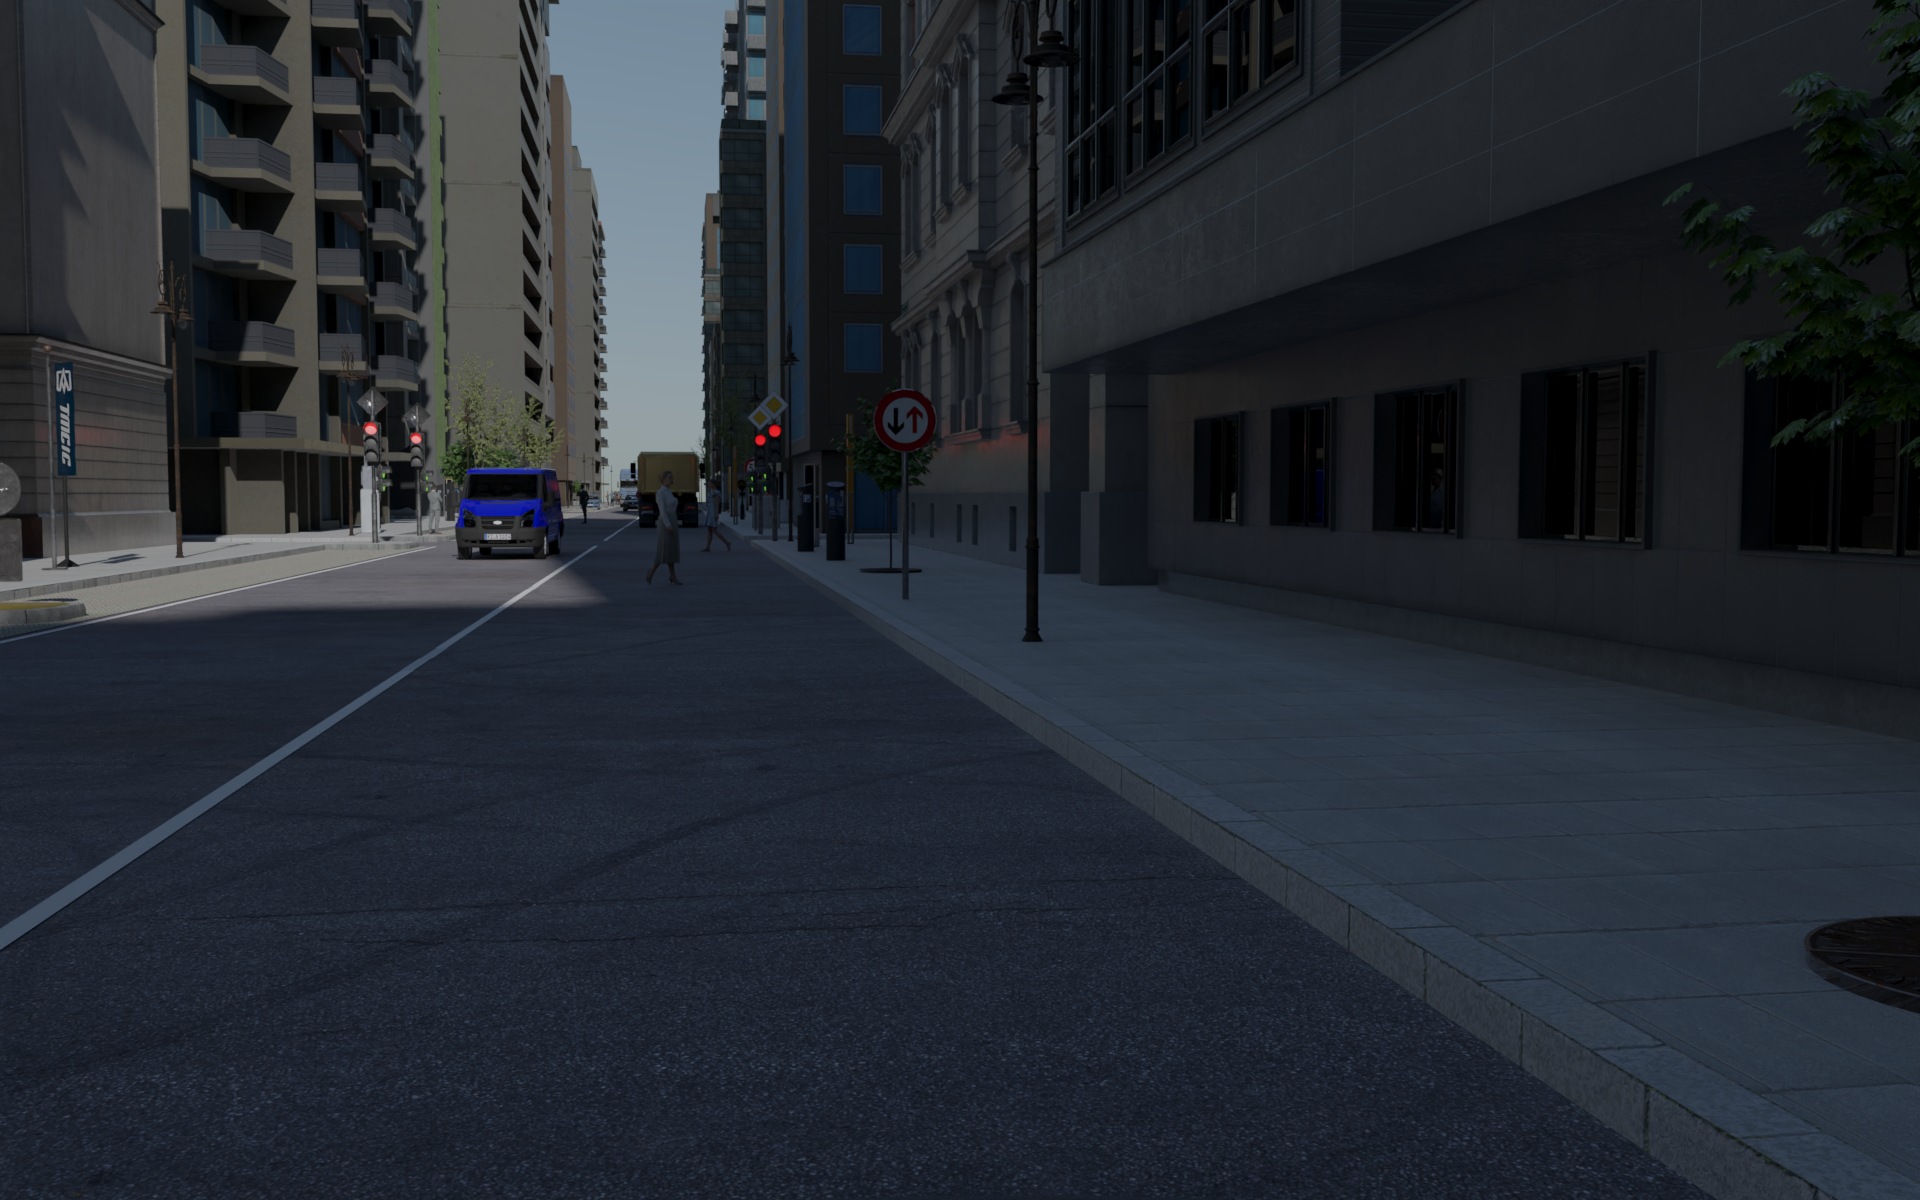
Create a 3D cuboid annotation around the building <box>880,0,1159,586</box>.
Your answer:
[{"bbox_3d":[6.271,-15.163,35.301,14.401,28.519,23.554,-1,4,-9],"label":"building"}]

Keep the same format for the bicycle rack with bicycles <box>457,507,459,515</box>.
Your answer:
[{"bbox_3d":[-33.118,-6.520,119.987,2.925,0.926,2.852,3,4,36],"label":"bicycle rack with bicycles"}]

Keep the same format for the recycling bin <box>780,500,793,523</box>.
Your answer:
[{"bbox_3d":[-7.660,-3.898,76.286,0.722,1.027,0.722,1,4,13],"label":"recycling bin"}]

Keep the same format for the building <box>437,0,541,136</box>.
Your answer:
[{"bbox_3d":[-44.422,-31.309,135.599,21.300,48.544,21.600,-1,4,-9],"label":"building"}]

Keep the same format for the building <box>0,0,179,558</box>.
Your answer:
[{"bbox_3d":[-28.071,-10.559,37.272,19.286,19.102,10.561,-1,4,-9],"label":"building"}]

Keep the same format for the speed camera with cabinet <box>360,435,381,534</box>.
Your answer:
[{"bbox_3d":[-19.391,-3.834,57.027,0.660,3.252,2.038,-1,4,-16],"label":"speed camera with cabinet"}]

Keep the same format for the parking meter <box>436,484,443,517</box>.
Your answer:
[{"bbox_3d":[-29.620,-5.679,98.556,0.399,1.863,0.255,-1,4,-13],"label":"parking meter"}]

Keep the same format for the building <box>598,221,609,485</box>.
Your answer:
[{"bbox_3d":[-65.982,-37.488,267.545,22.147,44.769,28.867,-1,4,-9],"label":"building"}]

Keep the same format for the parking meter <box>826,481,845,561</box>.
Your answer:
[{"bbox_3d":[-2.398,-1.530,33.421,0.372,1.533,0.369,0,3,0],"label":"parking meter"}]

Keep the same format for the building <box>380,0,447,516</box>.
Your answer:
[{"bbox_3d":[-36.895,-25.234,96.170,14.154,41.232,14.086,-1,4,-9],"label":"building"}]

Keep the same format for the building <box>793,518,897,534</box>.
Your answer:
[{"bbox_3d":[1.085,-25.200,62.136,14.200,45.320,14.600,-1,4,-9],"label":"building"}]

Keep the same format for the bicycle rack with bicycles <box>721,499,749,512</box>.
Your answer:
[{"bbox_3d":[-16.323,-6.891,126.054,2.925,0.926,2.852,-1,4,-21],"label":"bicycle rack with bicycles"}]

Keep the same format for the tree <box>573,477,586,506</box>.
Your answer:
[{"bbox_3d":[-43.045,-12.203,194.126,1.663,3.219,1.824,0,3,0],"label":"tree"}]

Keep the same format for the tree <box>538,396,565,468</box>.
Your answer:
[{"bbox_3d":[-30.787,-10.653,124.546,4.737,8.622,4.395,0,3,0],"label":"tree"}]

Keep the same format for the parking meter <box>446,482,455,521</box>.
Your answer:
[{"bbox_3d":[-24.127,-4.668,82.031,0.255,1.863,0.399,-3,5,-44],"label":"parking meter"}]

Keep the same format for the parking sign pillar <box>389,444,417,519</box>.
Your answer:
[{"bbox_3d":[-28.882,-6.199,89.826,1.447,3.967,1.447,0,4,-4],"label":"parking sign pillar"}]

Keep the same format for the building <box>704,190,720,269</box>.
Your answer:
[{"bbox_3d":[-29.838,-36.780,251.470,14.600,45.320,14.200,-1,4,-9],"label":"building"}]

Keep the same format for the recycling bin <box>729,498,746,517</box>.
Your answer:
[{"bbox_3d":[-12.734,-5.298,99.177,0.722,1.027,0.722,-3,4,-37],"label":"recycling bin"}]

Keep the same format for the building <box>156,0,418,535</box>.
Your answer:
[{"bbox_3d":[-33.073,-25.073,64.575,22.147,44.769,28.867,-1,4,-9],"label":"building"}]

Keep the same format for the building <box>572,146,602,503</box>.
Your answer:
[{"bbox_3d":[-61.776,-37.853,242.595,21.300,48.544,21.600,-1,4,-9],"label":"building"}]

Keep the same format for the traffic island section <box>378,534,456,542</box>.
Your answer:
[{"bbox_3d":[-16.665,-1.899,53.330,2.009,0.180,2.903,-1,4,-9],"label":"traffic island section"}]

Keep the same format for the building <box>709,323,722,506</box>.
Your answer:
[{"bbox_3d":[-13.448,-21.197,191.610,27.650,21.520,28.899,-1,4,-9],"label":"building"}]

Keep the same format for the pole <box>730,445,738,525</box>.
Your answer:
[{"bbox_3d":[-9.431,-4.824,72.712,0.158,3.312,0.155,0,3,0],"label":"pole"}]

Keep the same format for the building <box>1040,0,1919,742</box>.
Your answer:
[{"bbox_3d":[10.308,-11.585,8.474,14.314,24.678,30.058,-1,4,-9],"label":"building"}]

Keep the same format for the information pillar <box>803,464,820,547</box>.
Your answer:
[{"bbox_3d":[-3.592,-2.291,41.944,0.304,2.012,0.304,1,4,16],"label":"information pillar"}]

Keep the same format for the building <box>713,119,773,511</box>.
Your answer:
[{"bbox_3d":[-12.013,-22.377,137.558,14.160,30.474,14.107,-1,4,-9],"label":"building"}]

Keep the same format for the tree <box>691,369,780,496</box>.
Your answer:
[{"bbox_3d":[-13.046,-9.309,102.564,4.737,8.622,4.395,0,3,0],"label":"tree"}]

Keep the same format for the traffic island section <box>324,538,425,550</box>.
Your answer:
[{"bbox_3d":[-15.368,-1.417,45.451,2.009,0.180,2.903,-1,4,-9],"label":"traffic island section"}]

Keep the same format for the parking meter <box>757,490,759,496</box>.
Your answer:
[{"bbox_3d":[-13.875,-6.778,119.230,0.372,1.533,0.369,0,3,0],"label":"parking meter"}]

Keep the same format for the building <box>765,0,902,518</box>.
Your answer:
[{"bbox_3d":[-5.383,-28.353,113.686,14.600,45.320,14.200,-1,4,-9],"label":"building"}]

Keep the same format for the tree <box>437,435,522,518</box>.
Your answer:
[{"bbox_3d":[-26.357,-6.689,93.080,4.285,4.588,4.351,0,3,0],"label":"tree"}]

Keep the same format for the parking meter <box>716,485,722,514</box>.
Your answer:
[{"bbox_3d":[-15.597,-6.493,111.879,0.399,1.863,0.255,-1,4,-16],"label":"parking meter"}]

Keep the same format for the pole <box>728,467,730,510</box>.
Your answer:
[{"bbox_3d":[-17.143,-8.263,128.938,0.158,3.312,0.155,0,3,0],"label":"pole"}]

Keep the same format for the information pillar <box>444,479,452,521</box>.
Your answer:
[{"bbox_3d":[-24.569,-4.815,83.220,0.304,2.012,0.304,-2,4,-34],"label":"information pillar"}]

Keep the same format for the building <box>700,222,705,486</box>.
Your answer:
[{"bbox_3d":[-29.588,-37.866,273.740,22.147,44.769,28.867,-1,4,-9],"label":"building"}]

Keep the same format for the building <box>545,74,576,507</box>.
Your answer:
[{"bbox_3d":[-47.830,-32.474,181.060,14.600,45.320,14.200,-1,4,-9],"label":"building"}]

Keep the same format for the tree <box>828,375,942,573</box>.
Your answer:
[{"bbox_3d":[-1.025,-2.062,28.321,1.663,3.219,1.824,0,3,0],"label":"tree"}]

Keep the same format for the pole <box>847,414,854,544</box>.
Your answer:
[{"bbox_3d":[-2.806,-3.084,44.268,0.158,3.312,0.155,0,3,0],"label":"pole"}]

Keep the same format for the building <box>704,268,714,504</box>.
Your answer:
[{"bbox_3d":[-25.866,-27.612,223.165,14.160,30.474,14.107,-1,4,-9],"label":"building"}]

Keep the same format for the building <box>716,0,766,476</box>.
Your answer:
[{"bbox_3d":[-10.596,-33.064,160.202,23.786,49.044,30.456,-1,4,-9],"label":"building"}]

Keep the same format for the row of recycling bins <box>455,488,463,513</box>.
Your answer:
[{"bbox_3d":[-33.529,-6.712,116.861,3.534,1.692,1.069,-1,4,-11],"label":"row of recycling bins"}]

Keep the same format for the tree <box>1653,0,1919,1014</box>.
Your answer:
[{"bbox_3d":[2.658,-0.603,4.467,1.663,3.219,1.824,0,3,0],"label":"tree"}]

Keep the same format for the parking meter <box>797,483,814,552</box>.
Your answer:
[{"bbox_3d":[-3.437,-1.844,38.560,0.372,1.533,0.369,0,3,0],"label":"parking meter"}]

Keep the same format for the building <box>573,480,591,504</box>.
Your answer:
[{"bbox_3d":[-63.664,-32.244,219.075,32.217,40.220,23.993,-1,4,-9],"label":"building"}]

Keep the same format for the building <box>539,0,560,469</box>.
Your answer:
[{"bbox_3d":[-51.907,-34.853,159.078,28.713,52.752,27.495,-1,4,-9],"label":"building"}]

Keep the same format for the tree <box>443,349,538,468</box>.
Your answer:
[{"bbox_3d":[-24.330,-8.417,87.973,4.737,8.622,4.395,0,3,0],"label":"tree"}]

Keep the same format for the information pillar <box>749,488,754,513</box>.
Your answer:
[{"bbox_3d":[-14.444,-7.069,120.076,0.304,2.012,0.304,2,4,26],"label":"information pillar"}]

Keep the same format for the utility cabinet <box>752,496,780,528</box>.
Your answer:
[{"bbox_3d":[-7.248,-3.275,64.709,1.020,1.237,0.306,0,4,0],"label":"utility cabinet"}]
